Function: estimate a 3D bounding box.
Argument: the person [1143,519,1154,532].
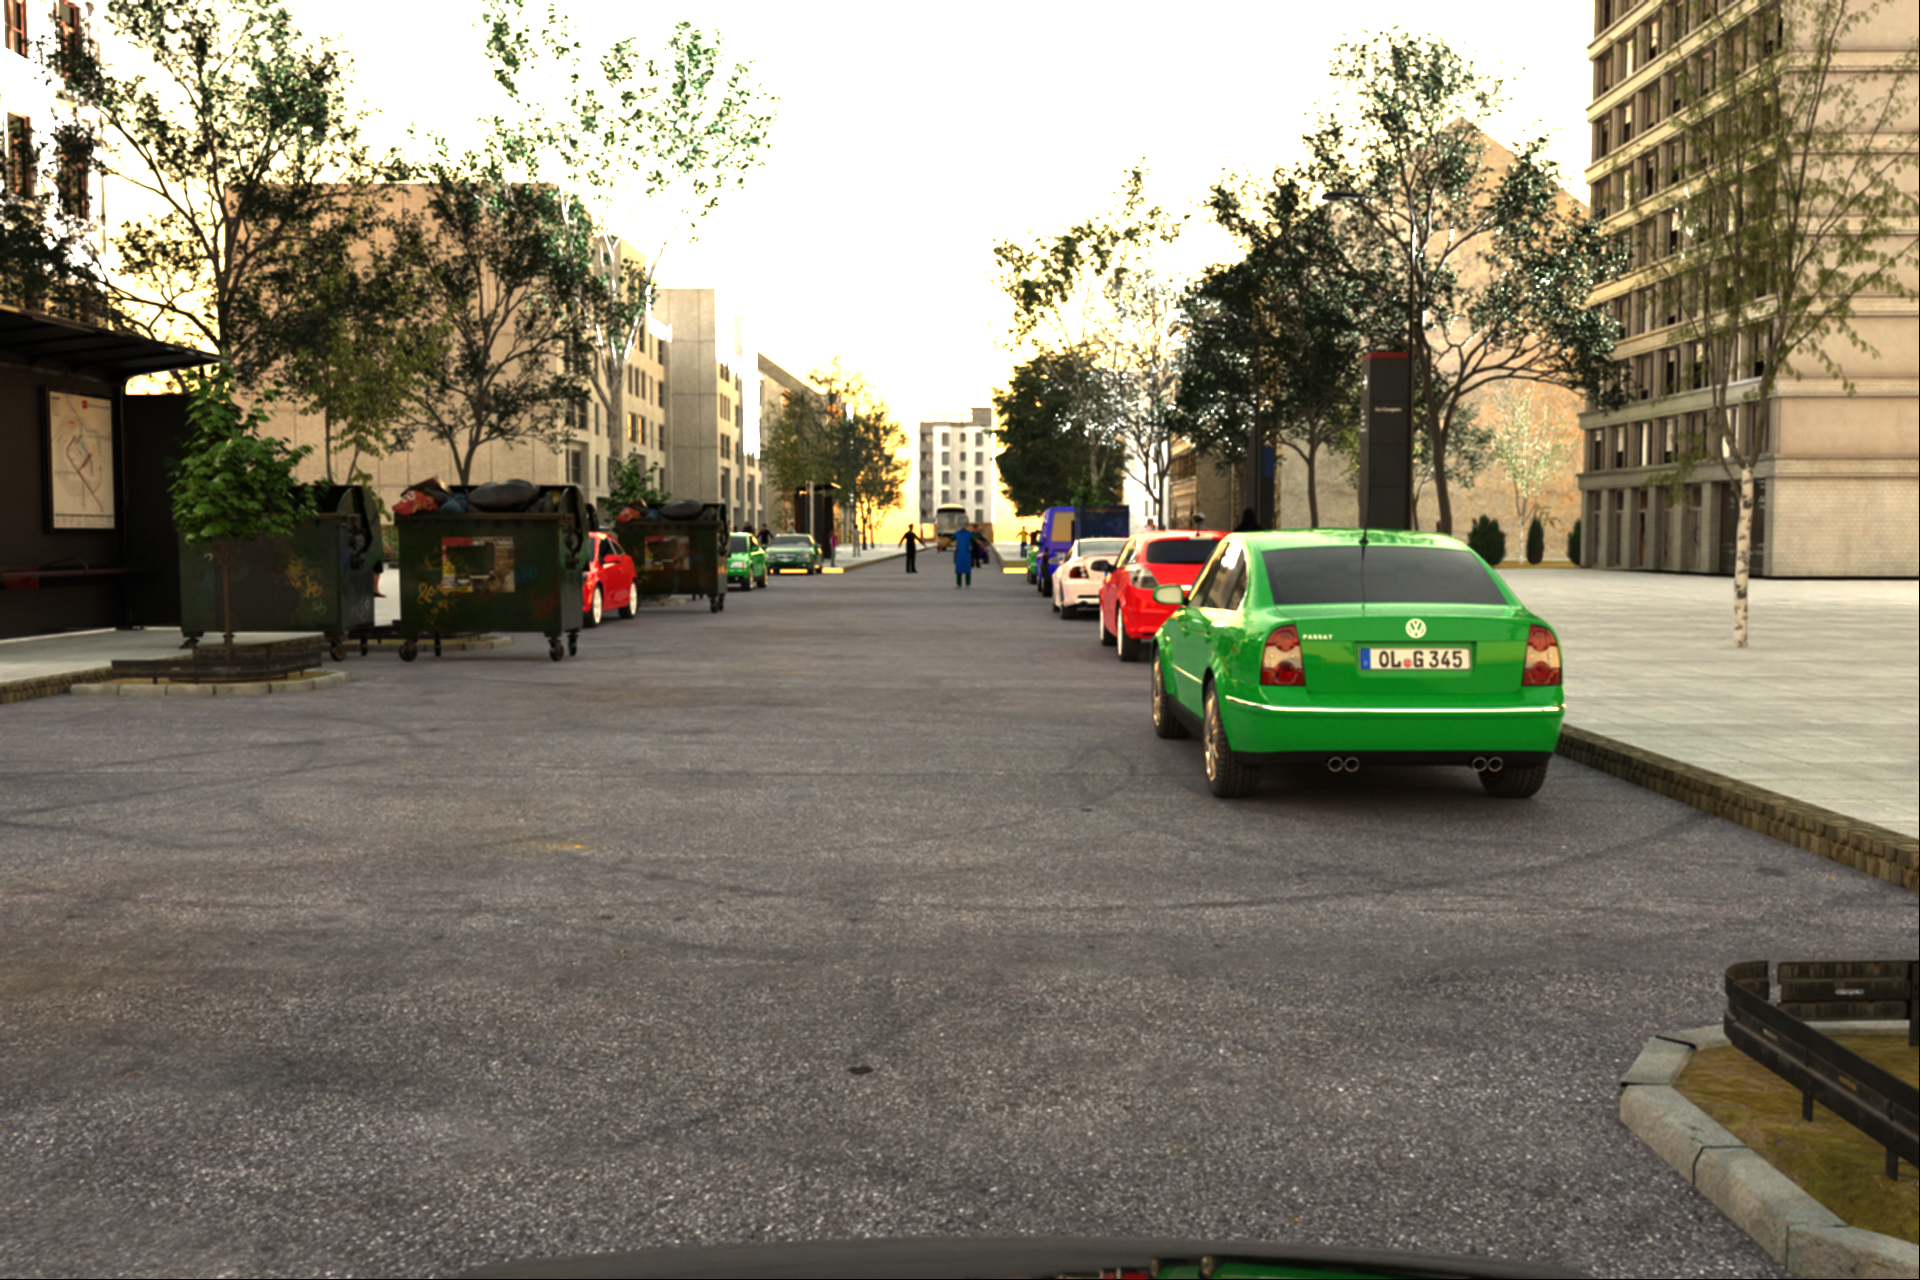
[{"bbox_3d":[5.256,-2.497,47.800,0.436,1.711,0.756,0,4,-1],"label":"person"}]

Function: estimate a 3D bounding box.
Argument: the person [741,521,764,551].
[{"bbox_3d":[-6.689,-2.850,54.833,0.705,1.856,1.354,-3,5,-42],"label":"person"}]

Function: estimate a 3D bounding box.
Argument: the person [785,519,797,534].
[{"bbox_3d":[-6.471,-3.742,67.046,0.705,1.847,1.347,-3,4,-37],"label":"person"}]

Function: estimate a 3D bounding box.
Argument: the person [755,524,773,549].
[{"bbox_3d":[-9.939,-4.998,87.904,1.347,1.806,0.705,2,4,35],"label":"person"}]

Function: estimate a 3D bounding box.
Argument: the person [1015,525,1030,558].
[{"bbox_3d":[3.484,-5.313,93.335,1.216,1.772,0.721,2,4,31],"label":"person"}]

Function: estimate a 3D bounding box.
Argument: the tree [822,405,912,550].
[{"bbox_3d":[-7.605,-13.040,138.958,9.928,11.665,9.643,0,3,0],"label":"tree"}]

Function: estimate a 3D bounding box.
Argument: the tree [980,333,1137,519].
[{"bbox_3d":[6.447,-12.420,109.728,9.857,13.997,8.962,0,3,0],"label":"tree"}]

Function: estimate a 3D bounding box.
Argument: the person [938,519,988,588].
[{"bbox_3d":[0.085,-2.272,45.730,1.347,1.817,0.704,1,4,10],"label":"person"}]

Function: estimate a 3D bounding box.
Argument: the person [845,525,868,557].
[{"bbox_3d":[-5.839,-5.603,97.787,1.347,1.806,0.705,-1,4,-8],"label":"person"}]

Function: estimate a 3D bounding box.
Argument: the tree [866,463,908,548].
[{"bbox_3d":[-7.256,-12.950,162.100,4.737,8.622,4.395,0,3,0],"label":"tree"}]

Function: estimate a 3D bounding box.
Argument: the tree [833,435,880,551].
[{"bbox_3d":[-7.854,-10.890,128.411,4.737,8.622,4.395,0,3,0],"label":"tree"}]

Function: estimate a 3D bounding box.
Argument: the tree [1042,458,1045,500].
[{"bbox_3d":[8.022,-13.373,153.065,8.767,10.594,7.601,0,4,-6],"label":"tree"}]

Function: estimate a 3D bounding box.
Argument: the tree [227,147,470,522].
[{"bbox_3d":[-12.069,-5.112,33.941,4.737,8.622,4.395,0,3,0],"label":"tree"}]

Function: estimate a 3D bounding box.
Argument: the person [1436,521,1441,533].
[{"bbox_3d":[19.300,-3.898,69.862,0.705,1.813,1.348,-1,4,-9],"label":"person"}]

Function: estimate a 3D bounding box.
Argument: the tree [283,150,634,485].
[{"bbox_3d":[-12.486,-6.635,42.898,8.767,10.594,7.601,-1,4,-16],"label":"tree"}]

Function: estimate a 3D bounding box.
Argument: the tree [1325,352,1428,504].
[{"bbox_3d":[16.740,-7.358,70.662,4.737,8.622,4.395,0,3,0],"label":"tree"}]

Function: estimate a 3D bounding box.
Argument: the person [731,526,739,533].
[{"bbox_3d":[-13.273,-5.845,102.279,1.216,1.740,0.721,-1,4,-15],"label":"person"}]

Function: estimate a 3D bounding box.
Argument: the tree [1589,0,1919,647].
[{"bbox_3d":[8.667,-4.217,19.305,4.360,8.622,3.978,0,3,0],"label":"tree"}]

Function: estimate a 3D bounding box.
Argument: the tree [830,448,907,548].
[{"bbox_3d":[-8.107,-13.456,154.419,7.601,10.594,8.767,1,4,17],"label":"tree"}]

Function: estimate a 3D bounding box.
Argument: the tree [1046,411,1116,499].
[{"bbox_3d":[6.721,-9.262,101.797,4.360,8.622,3.978,0,3,0],"label":"tree"}]

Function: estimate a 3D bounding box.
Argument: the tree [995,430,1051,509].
[{"bbox_3d":[8.394,-15.808,168.836,12.009,13.543,11.850,0,3,0],"label":"tree"}]

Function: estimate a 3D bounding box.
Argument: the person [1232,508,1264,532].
[{"bbox_3d":[5.042,-1.447,30.437,1.214,1.737,0.721,0,4,-6],"label":"person"}]

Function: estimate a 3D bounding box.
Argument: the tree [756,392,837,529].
[{"bbox_3d":[-8.819,-8.590,90.802,4.737,8.622,4.395,0,3,0],"label":"tree"}]

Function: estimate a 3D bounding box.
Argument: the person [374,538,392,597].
[{"bbox_3d":[-11.826,-1.738,35.254,0.721,1.735,1.217,-3,4,-37],"label":"person"}]

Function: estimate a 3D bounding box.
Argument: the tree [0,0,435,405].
[{"bbox_3d":[-12.158,-5.670,27.113,8.767,10.594,7.601,0,4,3],"label":"tree"}]

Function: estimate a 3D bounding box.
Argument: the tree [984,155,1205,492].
[{"bbox_3d":[7.124,-14.229,88.526,12.611,20.169,13.585,0,3,0],"label":"tree"}]

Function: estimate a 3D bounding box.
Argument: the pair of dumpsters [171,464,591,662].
[{"bbox_3d":[-6.576,-0.911,19.839,4.436,2.255,1.574,0,4,0],"label":"pair of dumpsters"}]

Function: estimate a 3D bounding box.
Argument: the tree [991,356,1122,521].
[{"bbox_3d":[6.768,-13.151,121.668,9.857,13.997,8.962,0,3,0],"label":"tree"}]

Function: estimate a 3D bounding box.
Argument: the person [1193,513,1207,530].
[{"bbox_3d":[6.344,-2.459,46.036,0.704,1.849,1.345,2,4,30],"label":"person"}]

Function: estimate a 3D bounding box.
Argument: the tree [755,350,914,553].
[{"bbox_3d":[-8.632,-12.604,116.453,12.009,13.543,11.850,0,3,0],"label":"tree"}]

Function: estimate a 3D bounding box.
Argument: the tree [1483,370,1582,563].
[{"bbox_3d":[24.558,-7.673,75.823,4.360,8.622,3.978,0,3,0],"label":"tree"}]

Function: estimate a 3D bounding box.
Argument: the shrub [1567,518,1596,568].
[{"bbox_3d":[23.659,-3.741,65.205,1.661,2.075,1.752,0,3,0],"label":"shrub"}]

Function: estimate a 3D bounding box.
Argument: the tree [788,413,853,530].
[{"bbox_3d":[-8.130,-9.439,104.694,4.360,8.622,3.978,0,3,0],"label":"tree"}]

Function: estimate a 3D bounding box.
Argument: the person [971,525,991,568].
[{"bbox_3d":[0.676,-4.012,73.988,1.347,1.837,0.705,-2,4,-27],"label":"person"}]

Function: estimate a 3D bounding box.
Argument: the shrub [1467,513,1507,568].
[{"bbox_3d":[19.722,-3.731,65.046,1.661,2.075,1.752,0,3,0],"label":"shrub"}]

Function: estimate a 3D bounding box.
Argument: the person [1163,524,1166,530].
[{"bbox_3d":[11.598,-5.651,98.360,1.349,1.833,0.705,-2,4,-32],"label":"person"}]

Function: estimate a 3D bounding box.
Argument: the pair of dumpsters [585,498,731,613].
[{"bbox_3d":[-6.484,-1.641,31.780,4.436,2.255,1.574,0,4,1],"label":"pair of dumpsters"}]

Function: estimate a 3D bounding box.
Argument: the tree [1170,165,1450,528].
[{"bbox_3d":[8.847,-6.720,44.286,7.601,10.594,8.767,1,4,12],"label":"tree"}]

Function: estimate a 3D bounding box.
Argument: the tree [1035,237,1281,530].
[{"bbox_3d":[8.353,-9.932,72.750,12.009,13.543,11.850,0,3,0],"label":"tree"}]

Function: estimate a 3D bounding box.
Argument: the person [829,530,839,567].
[{"bbox_3d":[-4.862,-3.544,67.205,0.599,1.433,0.991,1,4,9],"label":"person"}]

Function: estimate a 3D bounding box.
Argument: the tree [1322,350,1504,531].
[{"bbox_3d":[22.034,-9.117,83.475,8.767,10.594,7.601,0,4,-7],"label":"tree"}]

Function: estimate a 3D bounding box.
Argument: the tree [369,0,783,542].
[{"bbox_3d":[-13.395,-12.461,59.626,12.611,20.169,13.585,0,3,0],"label":"tree"}]

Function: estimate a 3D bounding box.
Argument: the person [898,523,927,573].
[{"bbox_3d":[-1.797,-3.410,64.140,1.347,1.837,0.705,-3,5,-41],"label":"person"}]
